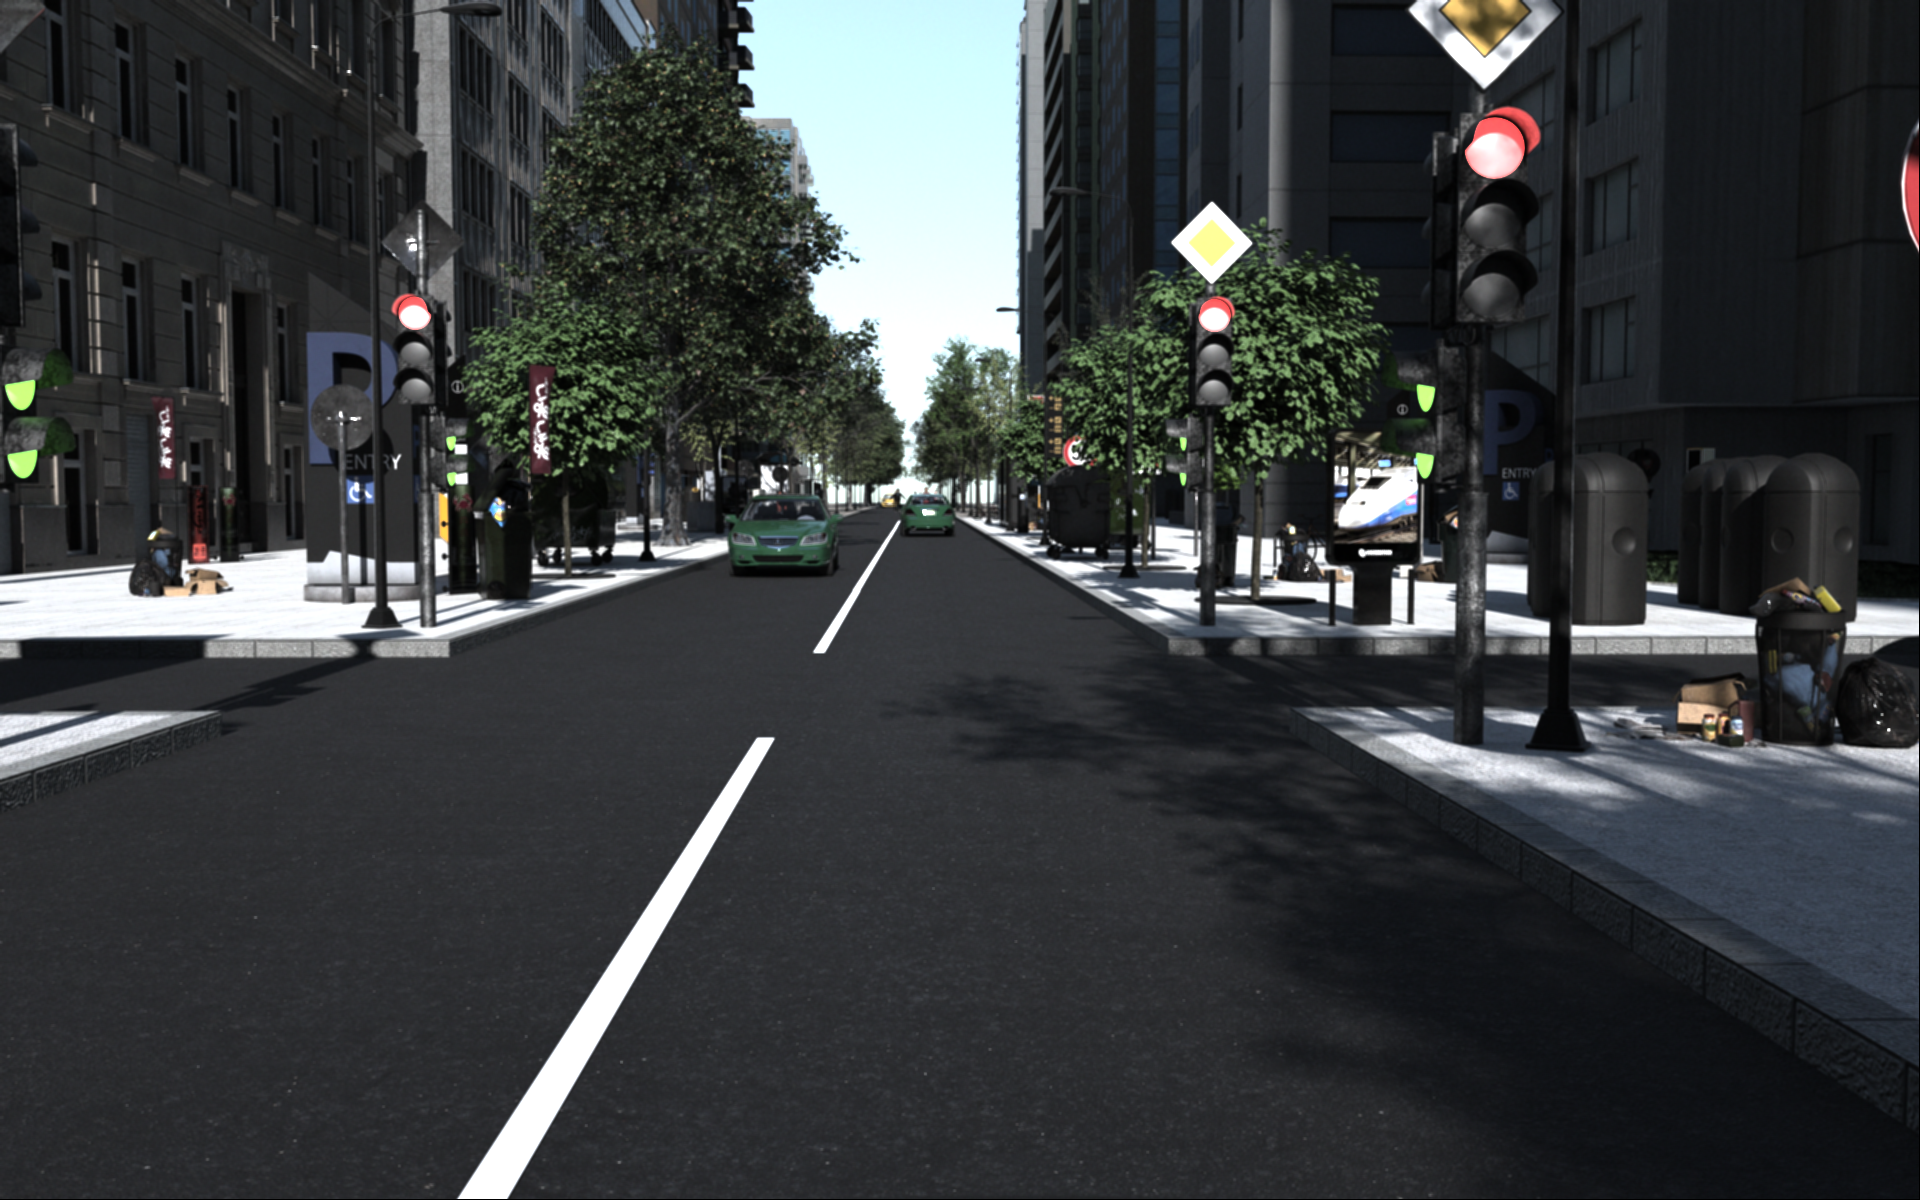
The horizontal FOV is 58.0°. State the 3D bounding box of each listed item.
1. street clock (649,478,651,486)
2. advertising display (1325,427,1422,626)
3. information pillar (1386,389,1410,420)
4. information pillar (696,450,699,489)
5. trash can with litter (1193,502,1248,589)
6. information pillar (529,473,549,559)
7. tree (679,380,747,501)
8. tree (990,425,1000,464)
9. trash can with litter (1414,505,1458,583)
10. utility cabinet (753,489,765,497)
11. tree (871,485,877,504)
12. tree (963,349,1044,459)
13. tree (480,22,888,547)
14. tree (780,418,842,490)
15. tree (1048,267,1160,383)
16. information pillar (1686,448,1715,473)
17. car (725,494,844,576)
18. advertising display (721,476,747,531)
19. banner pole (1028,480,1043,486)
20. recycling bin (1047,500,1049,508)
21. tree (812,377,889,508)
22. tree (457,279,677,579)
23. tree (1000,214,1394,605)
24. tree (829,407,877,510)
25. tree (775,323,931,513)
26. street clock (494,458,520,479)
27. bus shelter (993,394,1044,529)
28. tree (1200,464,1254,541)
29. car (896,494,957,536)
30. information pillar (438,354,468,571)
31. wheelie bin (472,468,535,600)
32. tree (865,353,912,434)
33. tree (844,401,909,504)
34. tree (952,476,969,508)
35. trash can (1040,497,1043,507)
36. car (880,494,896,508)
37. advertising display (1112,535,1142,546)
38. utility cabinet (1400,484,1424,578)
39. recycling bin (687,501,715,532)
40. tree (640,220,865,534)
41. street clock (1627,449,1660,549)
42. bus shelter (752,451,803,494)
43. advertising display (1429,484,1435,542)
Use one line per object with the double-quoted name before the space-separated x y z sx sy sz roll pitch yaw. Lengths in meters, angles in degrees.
"street clock" -12.307 -3.852 67.552 0.471 2.002 0.358 1 4 13
"advertising display" 4.036 -0.715 16.911 0.974 1.923 0.123 -1 4 -15
"information pillar" 9.282 -2.774 36.708 0.504 3.616 0.183 1 4 10
"information pillar" -13.845 -6.122 91.444 0.183 3.616 0.504 -1 4 -17
"trash can with litter" 3.570 -0.761 23.835 0.624 1.170 1.055 1 4 18
"information pillar" -8.305 -1.813 34.134 0.304 2.012 0.304 0 4 0
"tree" -12.262 -8.091 82.648 4.737 8.622 4.395 0 3 0
"tree" 3.103 -2.805 29.578 4.285 4.588 4.351 0 3 0
"trash can with litter" 7.010 -0.838 25.092 0.624 1.170 1.055 -2 4 -32
"utility cabinet" -8.862 -4.137 76.322 0.318 1.500 1.173 0 4 7
"tree" -12.290 -14.753 235.811 1.663 3.219 1.824 0 3 0
"tree" 2.381 -8.445 88.446 4.737 8.622 4.395 0 3 0
"tree" -7.038 -7.683 42.629 9.611 12.733 9.660 0 3 0
"tree" -8.360 -9.072 98.686 4.737 8.622 4.395 0 3 0
"tree" 4.951 -6.413 55.219 4.360 8.622 3.978 0 3 0
"information pillar" 11.814 -1.418 27.672 0.304 2.012 0.304 -2 4 -28
"car" -3.182 -1.219 31.731 2.131 1.459 4.920 0 4 -2
"advertising display" -7.940 -3.405 60.892 0.974 1.923 0.123 -2 4 -32
"banner pole" 2.867 -4.452 62.802 0.863 3.779 0.401 -1 4 -13
"recycling bin" 3.938 -4.400 84.492 0.722 1.027 0.722 0 4 -8
"tree" -10.538 -15.065 164.436 7.486 12.596 7.792 0 3 0
"tree" -5.983 -2.626 26.655 4.285 4.588 4.351 0 3 0
"tree" 3.457 -2.250 20.494 4.285 4.588 4.351 0 3 0
"tree" -8.671 -11.361 136.117 4.360 8.622 3.978 0 3 0
"tree" -9.250 -12.720 118.347 12.009 13.543 11.850 0 3 0
"street clock" -9.168 -1.868 35.110 0.471 2.002 0.358 1 4 16
"bus shelter" 2.436 -5.505 67.642 2.179 5.291 8.768 0 4 -2
"tree" 7.099 -3.213 47.140 1.663 3.219 1.824 0 3 0
"car" -1.131 -2.946 59.969 2.131 1.459 4.920 0 4 -3
"information pillar" -8.448 -2.296 28.901 0.504 3.616 0.183 -3 5 -39
"wheelie bin" -5.583 -0.816 21.252 0.693 1.594 0.980 -2 4 -26
"tree" -6.989 -8.459 72.724 8.767 10.594 7.601 0 4 6
"tree" -11.240 -18.977 216.932 9.857 13.997 8.962 0 3 0
"tree" 0.245 -10.437 165.243 1.663 3.219 1.824 0 3 0
"trash can" 3.598 -4.107 78.803 0.748 1.137 0.748 0 3 0
"car" -7.161 -10.260 177.974 2.015 1.641 3.980 0 4 -1
"advertising display" 4.160 -2.307 42.939 0.974 1.923 0.123 -2 4 -26
"utility cabinet" 6.977 -1.101 26.687 0.318 1.500 1.173 1 4 17
"recycling bin" -8.805 -2.833 58.871 0.722 1.027 0.722 -3 5 -43
"tree" -7.764 -7.446 56.157 8.767 10.594 7.601 0 4 0
"street clock" 10.940 -1.420 27.785 0.471 2.002 0.358 3 5 44
"bus shelter" -8.794 -5.504 83.910 2.014 3.302 5.546 0 4 -1
"advertising display" 12.819 -2.558 47.038 0.123 1.923 0.974 1 4 17
